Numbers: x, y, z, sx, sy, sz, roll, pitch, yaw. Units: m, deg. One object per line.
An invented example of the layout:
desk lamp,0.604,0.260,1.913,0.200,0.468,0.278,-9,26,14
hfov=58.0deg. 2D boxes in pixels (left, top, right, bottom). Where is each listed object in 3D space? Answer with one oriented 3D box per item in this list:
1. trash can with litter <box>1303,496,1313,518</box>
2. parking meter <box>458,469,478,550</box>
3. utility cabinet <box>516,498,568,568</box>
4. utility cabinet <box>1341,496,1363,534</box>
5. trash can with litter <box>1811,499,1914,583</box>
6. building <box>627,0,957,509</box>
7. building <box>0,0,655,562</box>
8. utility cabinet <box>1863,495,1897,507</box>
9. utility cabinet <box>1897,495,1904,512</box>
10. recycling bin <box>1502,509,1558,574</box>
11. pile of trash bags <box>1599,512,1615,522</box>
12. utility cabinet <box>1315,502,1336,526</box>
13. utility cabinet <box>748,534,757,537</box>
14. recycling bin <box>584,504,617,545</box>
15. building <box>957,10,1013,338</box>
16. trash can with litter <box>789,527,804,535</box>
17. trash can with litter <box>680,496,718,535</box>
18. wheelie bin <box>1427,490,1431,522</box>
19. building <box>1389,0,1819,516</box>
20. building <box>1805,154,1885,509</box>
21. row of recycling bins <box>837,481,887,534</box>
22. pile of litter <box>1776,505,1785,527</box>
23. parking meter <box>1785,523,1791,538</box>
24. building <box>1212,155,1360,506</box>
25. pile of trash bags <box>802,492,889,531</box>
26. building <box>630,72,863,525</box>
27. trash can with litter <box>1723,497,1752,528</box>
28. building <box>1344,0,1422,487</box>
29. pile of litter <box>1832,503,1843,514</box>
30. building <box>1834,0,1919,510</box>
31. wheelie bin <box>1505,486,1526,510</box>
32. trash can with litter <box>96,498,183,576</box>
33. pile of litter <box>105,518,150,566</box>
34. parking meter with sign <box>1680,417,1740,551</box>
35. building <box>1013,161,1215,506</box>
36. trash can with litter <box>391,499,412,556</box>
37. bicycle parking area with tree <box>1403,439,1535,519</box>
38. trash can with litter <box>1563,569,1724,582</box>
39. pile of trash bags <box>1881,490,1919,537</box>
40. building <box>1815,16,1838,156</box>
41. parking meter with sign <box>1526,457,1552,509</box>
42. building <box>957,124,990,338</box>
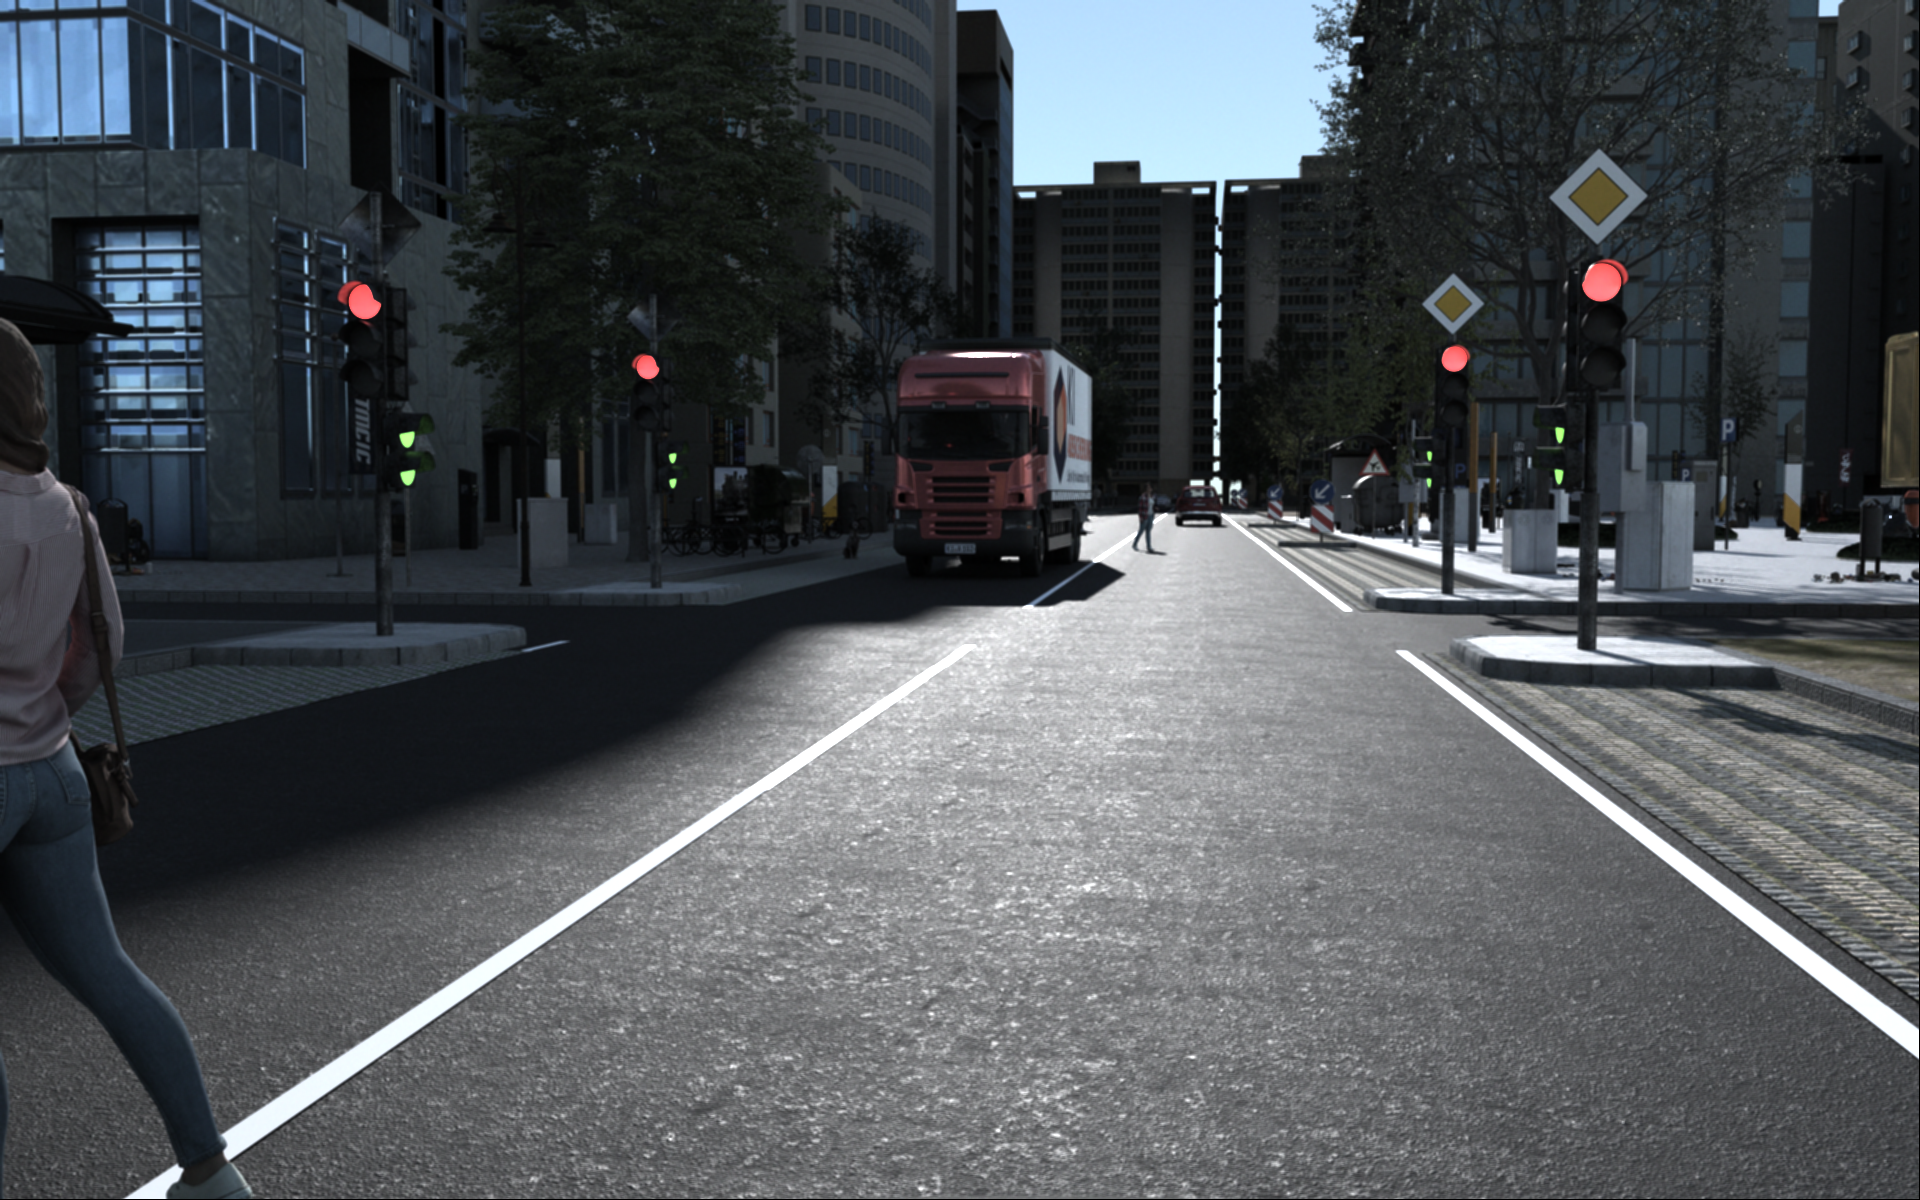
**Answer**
trash can with litter,18.999,-5.061,94.135,1.055,1.170,0.624,-3,5,-41
parking meter,-11.362,-2.099,40.029,0.399,1.863,0.255,1,4,19
utility cabinet,-7.318,-1.175,30.371,0.306,1.237,1.020,2,4,27
utility cabinet,12.744,-2.765,56.367,0.306,1.237,1.020,-1,4,-15
trash can with litter,13.241,-0.897,25.717,2.233,1.210,1.678,-3,4,-39
building,-12.522,-35.041,114.915,21.231,58.520,28.212,0,4,8
building,-22.204,-44.902,46.817,22.319,86.520,31.000,0,4,8
utility cabinet,34.966,-3.350,65.936,1.020,1.237,0.306,3,4,37
utility cabinet,42.342,-4.116,78.457,1.020,1.237,0.306,-2,4,-29
recycling bin,9.260,-0.954,28.151,0.722,1.027,0.722,0,4,4
pile of trash bags,26.777,-4.022,75.505,3.447,1.369,1.912,-2,4,-24
utility cabinet,14.814,-3.711,69.358,1.173,1.500,0.318,0,4,-3
utility cabinet,-6.355,-2.451,51.239,1.020,1.237,0.306,1,4,22
recycling bin,-9.111,-1.916,43.878,0.722,1.027,0.722,0,4,-2
building,-2.889,-31.180,159.903,14.200,45.320,14.600,0,4,8
trash can with litter,-5.286,-2.608,54.023,0.624,1.170,1.055,2,4,25
trash can with litter,-8.109,-2.694,55.098,1.678,1.210,2.233,1,4,14
wheelie bin,21.890,-4.397,79.798,0.980,1.594,0.693,1,4,14
building,42.015,-30.325,115.419,23.786,49.044,30.456,0,4,8
building,70.208,-23.194,150.929,14.107,30.474,14.160,0,4,8
row of recycling bins,-3.260,-3.054,57.050,1.069,1.692,3.534,1,4,14
pile of litter,32.837,-3.323,68.304,1.719,0.858,1.176,-3,4,-38
parking meter,24.561,-2.773,51.049,0.399,1.863,0.255,2,4,28
building,42.090,-31.147,201.130,23.993,40.220,32.217,0,4,8
pile of trash bags,-4.109,-3.097,60.384,3.447,1.369,1.912,1,4,23
building,-21.252,-14.793,86.898,27.650,21.520,28.899,0,4,8
trash can with litter,29.166,-3.282,65.043,0.624,1.170,1.055,-2,4,-25
building,44.168,-30.042,145.810,22.147,44.769,28.867,0,4,8
pile of litter,41.094,-4.072,80.539,1.719,0.858,1.176,-3,4,-37
building,87.597,-31.842,144.323,21.600,48.544,21.300,0,4,8
wheelie bin,21.555,-3.625,67.184,0.693,1.594,0.980,2,4,32
trash can with litter,-13.806,-1.019,27.717,2.233,1.210,1.678,1,4,14
pile of litter,-15.436,-1.082,31.658,1.176,0.858,1.719,0,4,0
parking meter with sign,16.775,-2.640,39.420,1.738,3.016,0.543,-1,4,-14
building,18.393,-31.379,204.923,23.993,40.220,32.217,0,4,8
trash can with litter,-11.633,-1.507,36.025,0.624,1.170,1.055,-2,4,-26
bicycle parking area with tree,26.740,-6.336,90.592,8.231,4.147,9.016,2,4,27
trash can with litter,10.125,-0.913,25.989,1.678,1.210,2.233,-2,4,-29
pile of trash bags,22.870,-1.943,41.528,1.912,1.369,3.447,2,4,27
building,90.118,-36.926,192.977,27.495,52.752,28.713,0,4,8
parking meter with sign,27.241,-5.154,80.523,1.738,3.016,0.543,2,4,35
building,-5.408,-22.289,136.121,14.160,30.474,14.107,0,4,8
